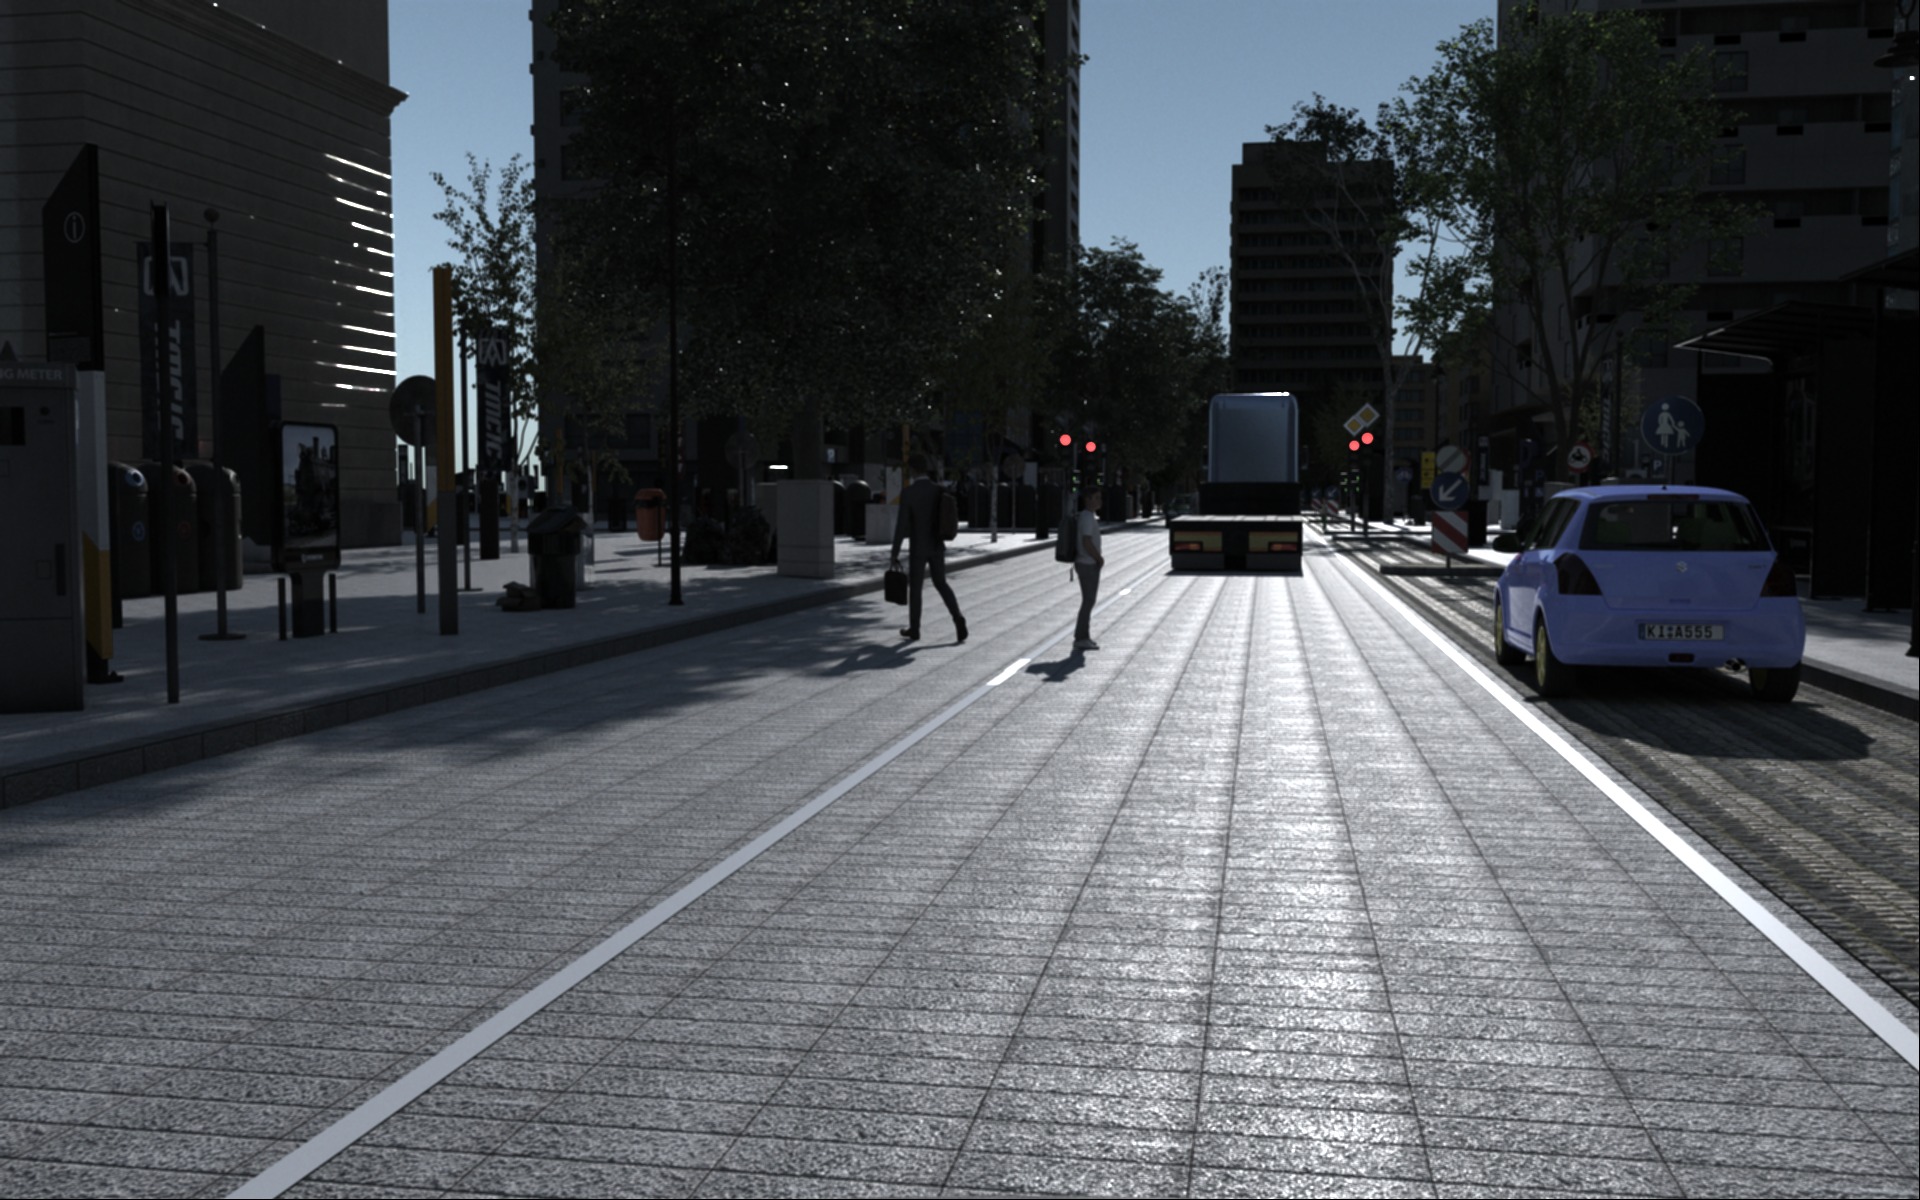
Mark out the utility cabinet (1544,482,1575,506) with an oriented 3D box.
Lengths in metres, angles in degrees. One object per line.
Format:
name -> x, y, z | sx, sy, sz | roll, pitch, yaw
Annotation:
utility cabinet -> 11.283, -1.463, 32.597 | 0.318, 1.500, 1.173 | 2, 4, 32

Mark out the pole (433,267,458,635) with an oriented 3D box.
pole -> -4.678, -1.340, 15.749 | 0.158, 3.312, 0.155 | 0, 3, 0

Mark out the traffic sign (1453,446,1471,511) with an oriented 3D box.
traffic sign -> 13.192, -2.814, 46.123 | 0.768, 2.556, 0.104 | 1, 4, 11

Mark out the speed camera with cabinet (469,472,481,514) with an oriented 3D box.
speed camera with cabinet -> -30.876, -7.087, 110.207 | 0.660, 3.252, 2.038 | 2, 4, 31

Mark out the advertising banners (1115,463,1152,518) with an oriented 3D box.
advertising banners -> 9.323, -5.945, 93.389 | 2.074, 3.025, 0.090 | 1, 4, 15

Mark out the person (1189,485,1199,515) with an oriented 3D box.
person -> 9.652, -3.793, 70.791 | 0.678, 1.792, 0.850 | 2, 4, 26

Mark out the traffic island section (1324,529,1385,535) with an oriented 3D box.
traffic island section -> 13.883, -2.376, 61.125 | 2.009, 0.180, 2.903 | 1, 4, 10

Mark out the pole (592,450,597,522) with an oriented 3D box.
pole -> -16.814, -5.248, 79.655 | 0.158, 3.312, 0.155 | 0, 3, 0

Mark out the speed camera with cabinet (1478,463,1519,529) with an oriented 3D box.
speed camera with cabinet -> 20.141, -4.260, 63.988 | 0.660, 3.252, 2.038 | -2, 4, -31

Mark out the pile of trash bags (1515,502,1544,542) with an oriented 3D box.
pile of trash bags -> 16.591, -2.276, 46.966 | 3.447, 1.369, 1.912 | -3, 5, -42

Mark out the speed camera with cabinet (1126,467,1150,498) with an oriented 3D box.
speed camera with cabinet -> 10.925, -7.039, 109.424 | 2.038, 3.252, 0.660 | 1, 4, 14

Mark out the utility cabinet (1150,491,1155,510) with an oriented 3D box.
utility cabinet -> 14.890, -7.697, 134.528 | 0.318, 1.500, 1.173 | 1, 4, 12

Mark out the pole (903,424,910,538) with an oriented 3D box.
pole -> -1.570, -3.472, 50.603 | 0.158, 3.312, 0.155 | 0, 3, 0

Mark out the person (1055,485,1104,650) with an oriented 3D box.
person -> 1.172, -0.302, 16.034 | 0.523, 1.515, 0.503 | -3, 4, -38

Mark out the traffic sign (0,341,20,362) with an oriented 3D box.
traffic sign -> -8.080, -0.901, 14.730 | 0.884, 2.594, 0.081 | 1, 4, 19

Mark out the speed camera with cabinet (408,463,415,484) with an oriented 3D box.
speed camera with cabinet -> -34.886, -7.003, 108.832 | 0.660, 3.252, 2.038 | 2, 4, 32

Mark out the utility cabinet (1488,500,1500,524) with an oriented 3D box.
utility cabinet -> 22.723, -3.855, 74.188 | 1.020, 1.237, 0.306 | -3, 5, -43

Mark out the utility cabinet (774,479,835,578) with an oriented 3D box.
utility cabinet -> -2.371, -1.098, 26.636 | 0.318, 1.500, 1.173 | -3, 4, -38

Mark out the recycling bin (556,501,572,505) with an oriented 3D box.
recycling bin -> -15.215, -3.350, 67.320 | 0.722, 1.027, 0.722 | 1, 4, 21

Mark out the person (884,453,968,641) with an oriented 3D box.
person -> -0.331, -0.517, 16.910 | 0.622, 1.834, 0.822 | -3, 4, -38

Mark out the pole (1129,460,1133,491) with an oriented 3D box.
pole -> 9.924, -6.524, 100.517 | 0.158, 3.312, 0.155 | 0, 3, 0

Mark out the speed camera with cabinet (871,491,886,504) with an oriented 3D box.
speed camera with cabinet -> -3.409, -5.585, 85.656 | 2.038, 3.252, 0.660 | 0, 4, 1

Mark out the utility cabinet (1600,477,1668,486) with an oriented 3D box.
utility cabinet -> 9.166, -0.910, 23.558 | 1.173, 1.500, 0.318 | -2, 4, -35

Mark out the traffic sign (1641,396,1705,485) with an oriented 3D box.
traffic sign -> 9.244, -1.371, 22.527 | 0.768, 2.556, 0.104 | 1, 4, 18

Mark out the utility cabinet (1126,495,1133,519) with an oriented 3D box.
utility cabinet -> 8.353, -4.737, 88.609 | 1.020, 1.237, 0.306 | 3, 5, 42

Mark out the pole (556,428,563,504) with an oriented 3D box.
pole -> -12.426, -3.665, 53.769 | 0.158, 3.312, 0.155 | 0, 3, 0

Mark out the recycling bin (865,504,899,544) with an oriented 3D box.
recycling bin -> -1.990, -1.979, 44.918 | 0.722, 1.027, 0.722 | 1, 4, 22

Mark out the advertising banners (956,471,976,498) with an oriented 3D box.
advertising banners -> 0.474, -8.088, 128.422 | 0.090, 3.025, 2.074 | -3, 5, -44

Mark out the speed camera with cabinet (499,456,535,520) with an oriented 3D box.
speed camera with cabinet -> -22.169, -5.626, 86.315 | 2.038, 3.252, 0.660 | 2, 4, 27

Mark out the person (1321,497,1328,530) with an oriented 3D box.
person -> 14.528, -3.440, 69.000 | 0.306, 1.304, 0.590 | 2, 4, 31

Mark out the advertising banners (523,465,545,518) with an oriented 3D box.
advertising banners -> -23.421, -5.918, 92.951 | 2.074, 3.025, 0.090 | 0, 4, 7

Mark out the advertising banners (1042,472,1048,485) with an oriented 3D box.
advertising banners -> 7.622, -8.705, 138.507 | 2.074, 3.025, 0.090 | 0, 3, 0

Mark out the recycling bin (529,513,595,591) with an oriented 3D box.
recycling bin -> -5.335, -0.652, 23.221 | 0.722, 1.027, 0.722 | 0, 4, 1

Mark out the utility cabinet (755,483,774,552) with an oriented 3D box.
utility cabinet -> -3.460, -1.562, 34.214 | 1.173, 1.500, 0.318 | 1, 4, 20

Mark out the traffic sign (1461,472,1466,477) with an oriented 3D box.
traffic sign -> 13.966, -2.860, 48.898 | 0.606, 2.300, 0.079 | 1, 4, 19

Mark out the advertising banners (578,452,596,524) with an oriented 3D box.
advertising banners -> -15.765, -4.708, 73.157 | 0.090, 3.025, 2.074 | 0, 4, 6

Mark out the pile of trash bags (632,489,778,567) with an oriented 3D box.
pile of trash bags -> -4.425, -1.335, 31.576 | 3.447, 1.369, 1.912 | -3, 5, -43

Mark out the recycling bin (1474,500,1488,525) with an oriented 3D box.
recycling bin -> 21.338, -3.610, 71.577 | 0.722, 1.027, 0.722 | -3, 5, -41

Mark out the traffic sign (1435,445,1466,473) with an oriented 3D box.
traffic sign -> 12.777, -2.757, 45.189 | 0.768, 2.556, 0.104 | 1, 4, 12

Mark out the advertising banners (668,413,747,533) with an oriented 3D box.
advertising banners -> -5.366, -2.466, 36.513 | 2.074, 3.025, 0.090 | 2, 4, 29

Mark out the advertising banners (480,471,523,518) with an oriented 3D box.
advertising banners -> -23.889, -5.729, 89.857 | 2.074, 3.025, 0.090 | 0, 4, -6

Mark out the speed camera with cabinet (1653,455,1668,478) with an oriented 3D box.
speed camera with cabinet -> 32.220, -5.290, 80.825 | 0.660, 3.252, 2.038 | -2, 4, -25

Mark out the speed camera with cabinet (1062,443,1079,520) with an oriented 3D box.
speed camera with cabinet -> 4.289, -4.483, 67.635 | 0.660, 3.252, 2.038 | 0, 4, 2

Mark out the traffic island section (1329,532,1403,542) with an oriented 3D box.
traffic island section -> 12.491, -1.895, 53.262 | 2.009, 0.180, 2.903 | 1, 4, 10

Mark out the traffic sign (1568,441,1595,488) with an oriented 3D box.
traffic sign -> 14.856, -2.542, 41.667 | 0.768, 2.556, 0.104 | 1, 4, 15

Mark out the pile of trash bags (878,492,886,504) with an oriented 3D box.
pile of trash bags -> -2.272, -3.641, 69.281 | 1.912, 1.369, 3.447 | -2, 4, -34

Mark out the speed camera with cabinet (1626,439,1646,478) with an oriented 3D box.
speed camera with cabinet -> 23.802, -4.194, 62.912 | 2.038, 3.252, 0.660 | 1, 4, 22

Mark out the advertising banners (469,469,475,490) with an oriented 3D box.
advertising banners -> -34.168, -7.497, 118.762 | 2.074, 3.025, 0.090 | -3, 5, -41

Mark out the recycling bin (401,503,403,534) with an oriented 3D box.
recycling bin -> -18.533, -2.669, 56.188 | 0.722, 1.027, 0.722 | -2, 4, -32

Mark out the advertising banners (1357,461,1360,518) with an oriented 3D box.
advertising banners -> 21.697, -5.929, 93.133 | 0.090, 3.025, 2.074 | 2, 4, 35

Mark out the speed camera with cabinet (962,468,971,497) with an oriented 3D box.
speed camera with cabinet -> 0.417, -8.333, 130.587 | 0.660, 3.252, 2.038 | 3, 5, 45
